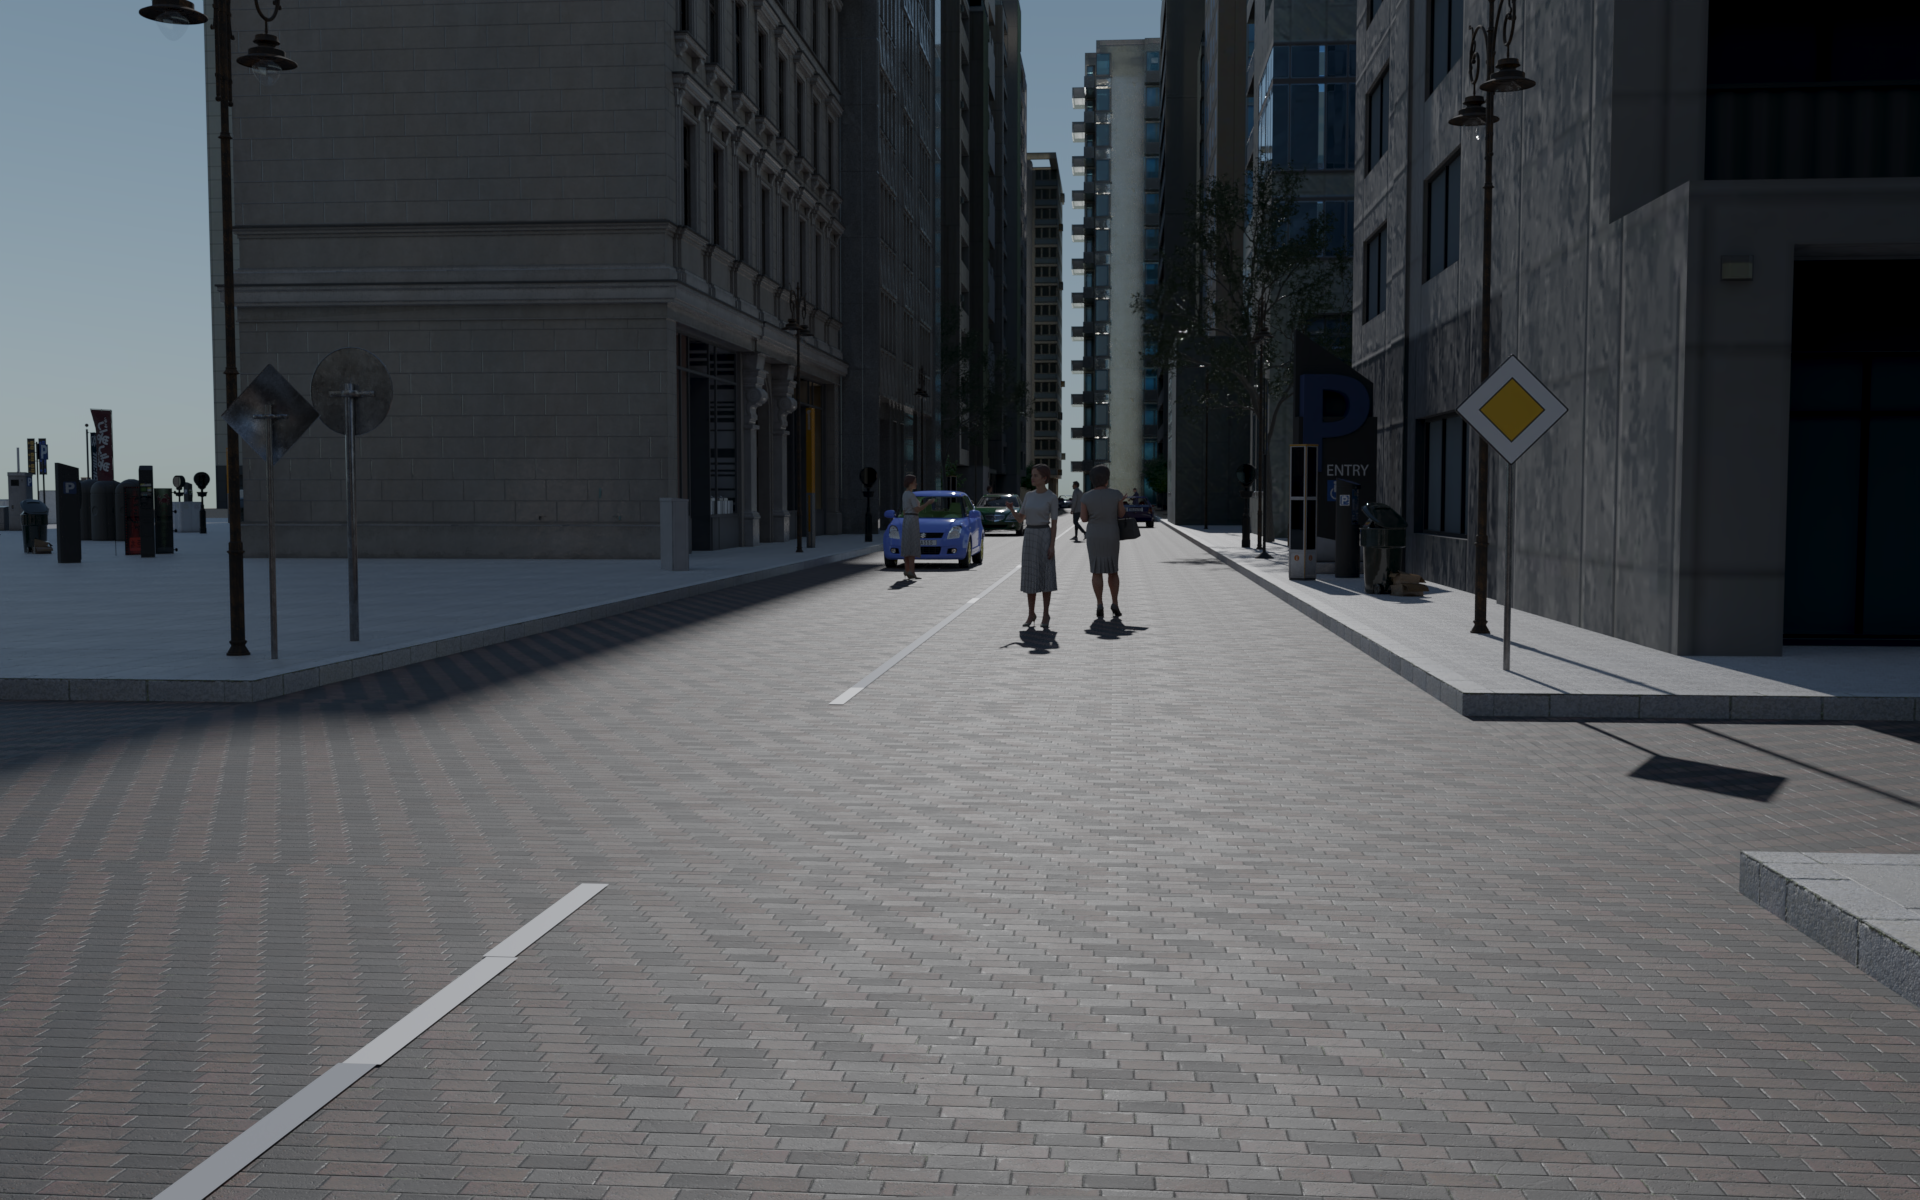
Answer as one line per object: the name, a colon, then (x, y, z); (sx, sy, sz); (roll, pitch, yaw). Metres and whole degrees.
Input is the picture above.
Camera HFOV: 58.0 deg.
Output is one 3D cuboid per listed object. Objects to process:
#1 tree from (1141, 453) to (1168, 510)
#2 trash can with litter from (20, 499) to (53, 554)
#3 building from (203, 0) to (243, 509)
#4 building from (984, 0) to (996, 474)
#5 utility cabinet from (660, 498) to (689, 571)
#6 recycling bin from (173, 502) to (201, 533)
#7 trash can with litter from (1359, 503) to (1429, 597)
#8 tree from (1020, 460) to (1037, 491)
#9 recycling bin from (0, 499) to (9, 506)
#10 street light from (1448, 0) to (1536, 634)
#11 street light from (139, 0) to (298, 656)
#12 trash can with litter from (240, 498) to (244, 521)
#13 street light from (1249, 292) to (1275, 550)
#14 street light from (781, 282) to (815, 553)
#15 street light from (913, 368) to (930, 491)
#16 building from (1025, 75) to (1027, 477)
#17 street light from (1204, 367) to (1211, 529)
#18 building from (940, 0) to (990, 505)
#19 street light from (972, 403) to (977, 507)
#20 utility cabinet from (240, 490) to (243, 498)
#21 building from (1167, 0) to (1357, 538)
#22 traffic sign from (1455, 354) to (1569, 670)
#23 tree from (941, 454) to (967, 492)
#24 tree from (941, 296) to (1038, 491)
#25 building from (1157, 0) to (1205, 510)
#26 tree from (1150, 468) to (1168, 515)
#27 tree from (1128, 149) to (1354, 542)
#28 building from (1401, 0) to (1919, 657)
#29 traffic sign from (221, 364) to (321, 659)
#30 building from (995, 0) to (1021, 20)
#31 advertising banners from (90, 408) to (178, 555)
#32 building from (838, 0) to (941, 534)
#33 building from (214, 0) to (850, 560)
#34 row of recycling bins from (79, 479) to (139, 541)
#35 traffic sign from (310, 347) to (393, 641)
tree: (15.956, -9.398, 137.363); (4.285, 4.588, 4.351); (0, 3, 0)
trash can with litter: (-19.858, -1.591, 37.406); (0.624, 1.170, 1.055); (-3, 5, -45)
building: (-53.171, -43.946, 156.764); (20.611, 71.187, 20.563); (0, 4, 5)
building: (-11.743, -32.328, 117.795); (28.713, 52.752, 27.495); (0, 4, 5)
utility cabinet: (-4.821, -1.108, 29.276); (0.306, 1.237, 1.020); (-1, 4, -21)
recycling bin: (-25.902, -2.779, 57.994); (0.722, 1.027, 0.722); (3, 5, 41)
trash can with litter: (5.580, -0.654, 22.078); (0.624, 1.170, 1.055); (-2, 4, -25)
tree: (6.903, -11.116, 165.464); (4.285, 4.588, 4.351); (0, 3, 0)
recycling bin: (-47.709, -4.540, 86.775); (0.722, 1.027, 0.722); (2, 4, 27)
street light: (4.800, -2.631, 15.803); (0.468, 5.910, 1.993); (0, 4, 5)
street light: (-5.747, -2.497, 13.616); (0.468, 5.910, 1.993); (0, 4, 5)
trash can with litter: (-23.023, -2.716, 55.792); (0.624, 1.170, 1.055); (-1, 4, -19)
street light: (6.916, -4.100, 39.815); (0.468, 5.910, 1.993); (0, 4, 5)
street light: (-3.531, -3.984, 37.918); (0.468, 5.910, 1.993); (0, 4, 5)
street light: (-1.365, -5.476, 62.323); (0.468, 5.910, 1.993); (0, 4, 5)
building: (-1.106, -28.868, 155.582); (14.086, 41.232, 14.154); (0, 4, 5)
street light: (9.019, -5.537, 63.318); (0.468, 5.910, 1.993); (0, 4, 5)
building: (-5.865, -19.838, 96.053); (14.160, 30.474, 14.107); (0, 4, 5)
street light: (0.777, -6.913, 85.823); (0.468, 5.910, 1.993); (0, 4, 5)
utility cabinet: (-36.927, -4.972, 89.976); (1.173, 1.500, 0.318); (1, 4, 10)
building: (19.488, -45.859, 62.459); (22.319, 86.520, 31.000); (0, 4, 5)
traffic sign: (3.977, -0.545, 12.552); (0.795, 2.450, 0.064); (0, 4, 5)
tree: (-0.471, -5.483, 84.255); (1.663, 3.219, 1.824); (0, 3, 0)
tree: (-0.585, -8.839, 78.922); (8.767, 10.594, 7.601); (0, 4, 5)
building: (28.101, -32.147, 149.300); (21.300, 48.544, 21.600); (0, 4, 5)
tree: (12.982, -6.801, 105.791); (1.663, 3.219, 1.824); (0, 3, 0)
tree: (8.372, -6.834, 46.154); (8.767, 10.594, 7.601); (1, 4, 17)
building: (16.863, -35.629, 20.782); (20.611, 71.187, 20.563); (0, 4, 5)
traffic sign: (-5.328, -0.597, 13.407); (0.795, 2.450, 0.064); (0, 4, 5)
building: (-2.537, -27.802, 138.156); (14.154, 41.232, 14.086); (0, 4, 5)
advertising banners: (-17.350, -2.459, 36.400); (0.090, 3.025, 2.074); (2, 4, 24)
building: (-7.704, -15.105, 64.985); (12.078, 24.808, 19.932); (0, 4, 5)
building: (-9.927, -11.261, 35.034); (10.553, 20.767, 40.483); (0, 4, 5)
row of recycling bins: (-23.692, -2.493, 47.880); (3.534, 1.692, 1.069); (2, 4, 33)
traffic sign: (-5.287, -0.914, 15.044); (0.768, 2.556, 0.104); (1, 4, 9)
